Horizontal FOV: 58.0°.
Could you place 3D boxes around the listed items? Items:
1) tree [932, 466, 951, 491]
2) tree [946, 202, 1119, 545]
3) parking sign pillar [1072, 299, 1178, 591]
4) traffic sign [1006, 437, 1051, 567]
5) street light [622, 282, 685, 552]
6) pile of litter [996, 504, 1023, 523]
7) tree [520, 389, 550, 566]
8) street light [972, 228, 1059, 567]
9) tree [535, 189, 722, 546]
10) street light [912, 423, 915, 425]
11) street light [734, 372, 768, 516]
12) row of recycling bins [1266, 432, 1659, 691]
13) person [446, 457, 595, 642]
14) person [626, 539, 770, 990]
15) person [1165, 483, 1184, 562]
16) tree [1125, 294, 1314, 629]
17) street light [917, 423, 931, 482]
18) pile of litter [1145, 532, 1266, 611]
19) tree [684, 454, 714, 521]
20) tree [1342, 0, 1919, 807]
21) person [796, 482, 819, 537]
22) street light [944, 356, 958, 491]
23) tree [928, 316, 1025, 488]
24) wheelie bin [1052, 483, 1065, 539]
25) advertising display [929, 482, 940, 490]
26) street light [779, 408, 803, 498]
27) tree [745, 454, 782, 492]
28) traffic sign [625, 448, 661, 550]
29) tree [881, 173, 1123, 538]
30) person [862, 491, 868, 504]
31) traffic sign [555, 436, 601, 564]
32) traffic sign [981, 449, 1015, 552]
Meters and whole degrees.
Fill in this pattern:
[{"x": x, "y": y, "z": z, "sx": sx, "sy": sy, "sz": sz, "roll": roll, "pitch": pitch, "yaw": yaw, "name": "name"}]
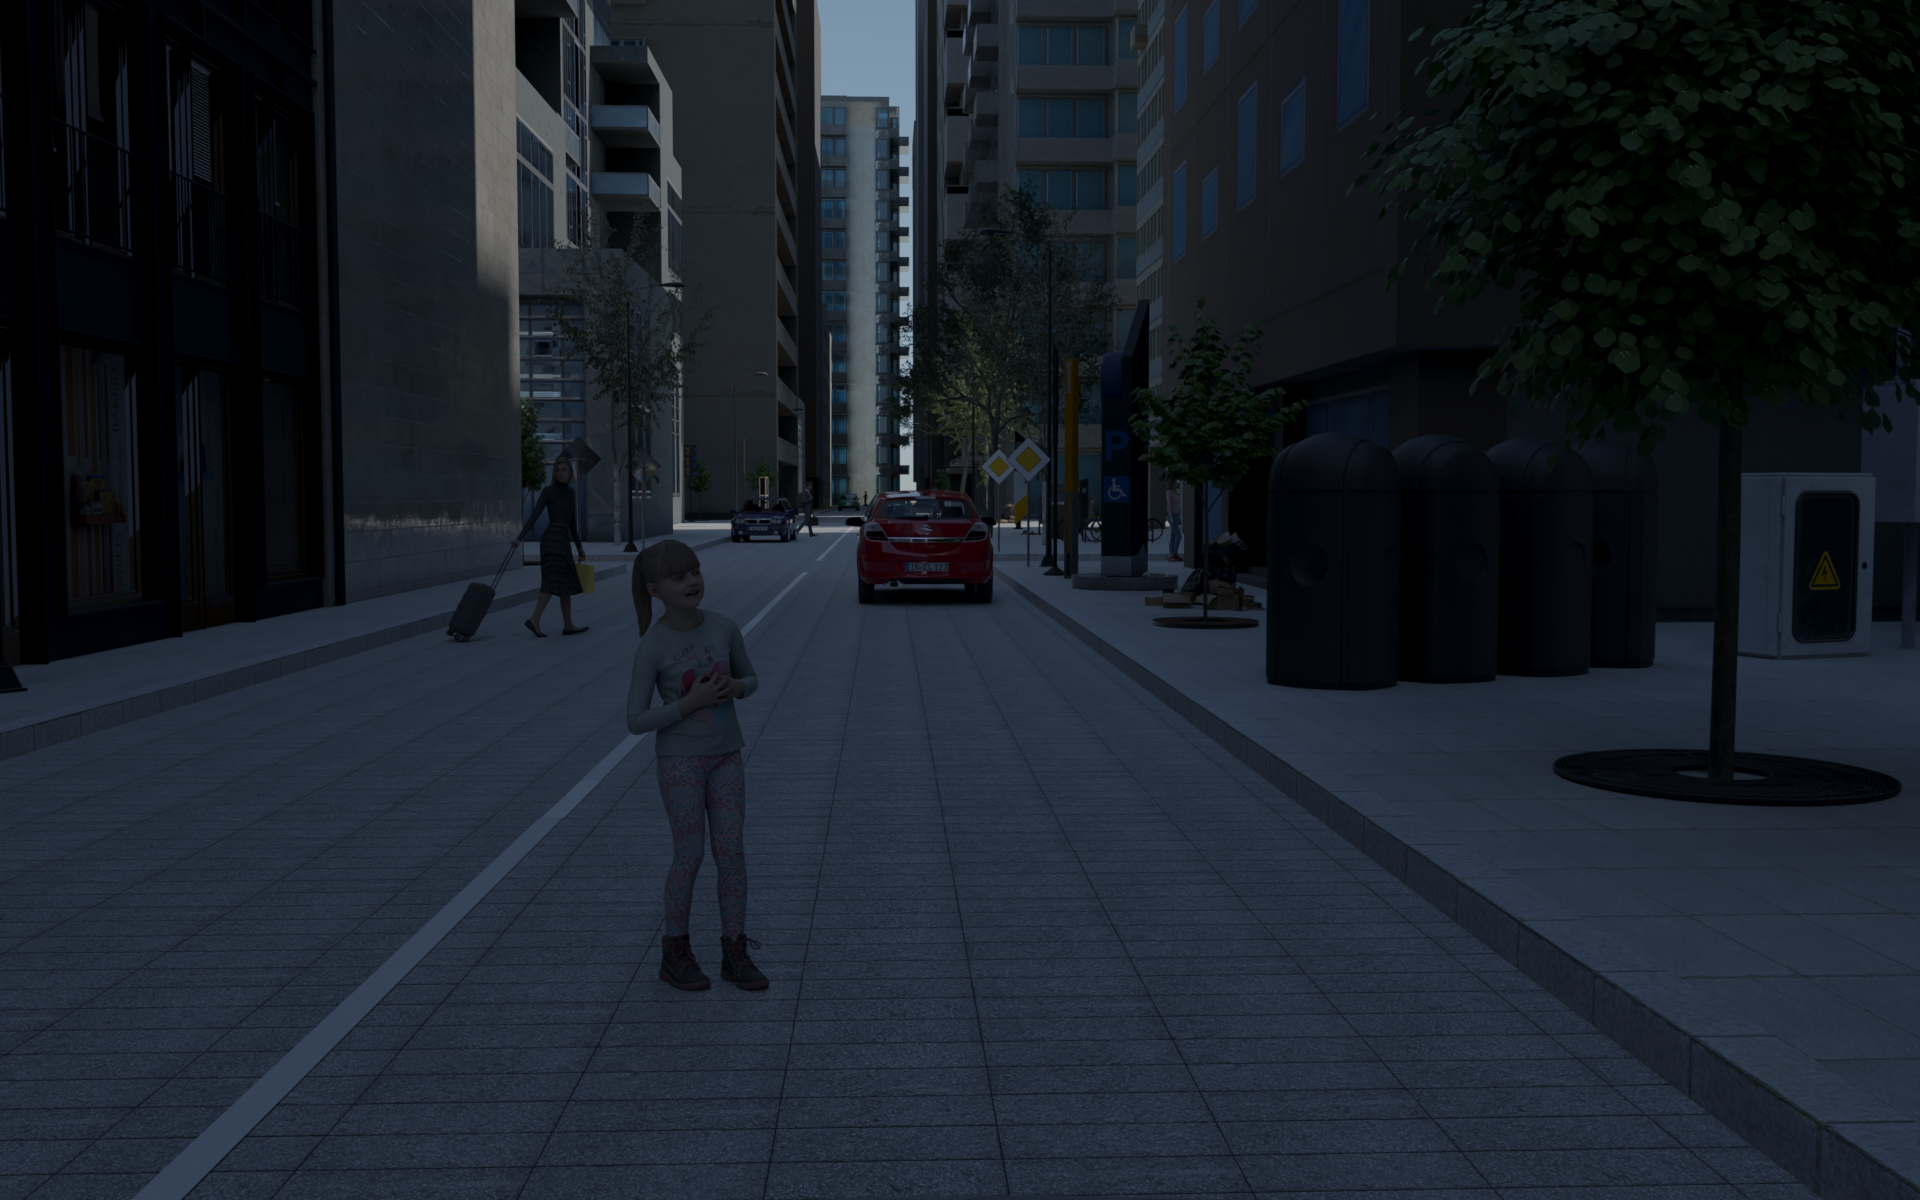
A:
[{"x": -1.034, "y": -7.501, "z": 117.238, "sx": 1.663, "sy": 3.219, "sz": 1.824, "roll": 0, "pitch": 3, "yaw": 0, "name": "tree"}, {"x": 1.887, "y": -5.664, "z": 42.969, "sx": 4.360, "sy": 8.622, "sz": 3.978, "roll": 0, "pitch": 3, "yaw": 0, "name": "tree"}, {"x": 2.246, "y": -2.142, "z": 23.496, "sx": 1.447, "sy": 3.967, "sz": 1.447, "roll": 1, "pitch": 4, "yaw": 16, "name": "parking sign pillar"}, {"x": 1.201, "y": -1.641, "z": 30.469, "sx": 0.795, "sy": 2.450, "sz": 0.064, "roll": 0, "pitch": 4, "yaw": -2, "name": "traffic sign"}, {"x": -6.724, "y": -4.007, "z": 38.048, "sx": 1.470, "sy": 5.913, "sz": 1.316, "roll": 0, "pitch": 4, "yaw": -2, "name": "street light"}, {"x": 2.105, "y": -3.795, "z": 76.011, "sx": 1.719, "sy": 0.858, "sz": 1.176, "roll": 2, "pitch": 4, "yaw": 28, "name": "pile of litter"}, {"x": -7.907, "y": -2.253, "z": 31.434, "sx": 1.663, "sy": 3.219, "sz": 1.824, "roll": 0, "pitch": 3, "yaw": 0, "name": "tree"}, {"x": 1.029, "y": -3.539, "z": 30.412, "sx": 1.470, "sy": 5.913, "sz": 1.316, "roll": 0, "pitch": 4, "yaw": -2, "name": "street light"}, {"x": -8.267, "y": -5.651, "z": 42.756, "sx": 4.360, "sy": 8.622, "sz": 3.978, "roll": 0, "pitch": 3, "yaw": 0, "name": "tree"}, {"x": -2.460, "y": -8.620, "z": 113.483, "sx": 1.470, "sy": 5.913, "sz": 1.316, "roll": 0, "pitch": 4, "yaw": -2, "name": "street light"}, {"x": -8.045, "y": -5.730, "z": 66.229, "sx": 1.470, "sy": 5.913, "sz": 1.316, "roll": 0, "pitch": 4, "yaw": -2, "name": "street light"}, {"x": 3.697, "y": -0.319, "z": 12.336, "sx": 3.534, "sy": 1.692, "sz": 1.069, "roll": -2, "pitch": 4, "yaw": -32, "name": "row of recycling bins"}, {"x": -4.362, "y": -0.524, "z": 17.278, "sx": 1.509, "sy": 1.804, "sz": 0.699, "roll": -2, "pitch": 4, "yaw": -30, "name": "person"}, {"x": -0.739, "y": 0.473, "z": 5.040, "sx": 0.394, "sy": 1.301, "sz": 0.425, "roll": 3, "pitch": 4, "yaw": 37, "name": "person"}, {"x": 4.508, "y": -1.711, "z": 36.482, "sx": 0.388, "sy": 1.821, "sz": 0.555, "roll": 1, "pitch": 4, "yaw": 14, "name": "person"}, {"x": 2.352, "y": -1.368, "z": 16.968, "sx": 1.663, "sy": 3.219, "sz": 1.824, "roll": 0, "pitch": 3, "yaw": 0, "name": "tree"}, {"x": -1.263, "y": -6.906, "z": 85.459, "sx": 1.470, "sy": 5.913, "sz": 1.316, "roll": 0, "pitch": 4, "yaw": -2, "name": "street light"}, {"x": 2.804, "y": -0.345, "z": 19.612, "sx": 1.176, "sy": 0.858, "sz": 1.719, "roll": -1, "pitch": 4, "yaw": -23, "name": "pile of litter"}, {"x": -12.653, "y": -5.420, "z": 83.213, "sx": 1.663, "sy": 3.219, "sz": 1.824, "roll": 0, "pitch": 3, "yaw": 0, "name": "tree"}, {"x": 3.366, "y": -1.469, "z": 7.726, "sx": 4.285, "sy": 4.588, "sz": 4.351, "roll": 0, "pitch": 3, "yaw": 0, "name": "tree"}, {"x": -5.128, "y": -3.014, "z": 57.743, "sx": 0.822, "sy": 1.834, "sz": 0.622, "roll": 0, "pitch": 4, "yaw": -5, "name": "person"}, {"x": -0.104, "y": -5.181, "z": 57.248, "sx": 1.470, "sy": 5.913, "sz": 1.316, "roll": 0, "pitch": 4, "yaw": -2, "name": "street light"}, {"x": 0.900, "y": -7.239, "z": 68.715, "sx": 4.737, "sy": 8.622, "sz": 4.395, "roll": 0, "pitch": 3, "yaw": 0, "name": "tree"}, {"x": 2.874, "y": -2.545, "z": 49.523, "sx": 0.980, "sy": 1.594, "sz": 0.693, "roll": 2, "pitch": 4, "yaw": 24, "name": "wheelie bin"}, {"x": -1.338, "y": -5.227, "z": 90.673, "sx": 0.123, "sy": 1.923, "sz": 0.974, "roll": -2, "pitch": 4, "yaw": -29, "name": "advertising display"}, {"x": -9.216, "y": -7.425, "z": 93.939, "sx": 1.470, "sy": 5.913, "sz": 1.316, "roll": 0, "pitch": 4, "yaw": -2, "name": "street light"}, {"x": -9.508, "y": -5.398, "z": 82.856, "sx": 1.663, "sy": 3.219, "sz": 1.824, "roll": 0, "pitch": 3, "yaw": 0, "name": "tree"}, {"x": -6.977, "y": -2.110, "z": 38.135, "sx": 0.795, "sy": 2.450, "sz": 0.064, "roll": 0, "pitch": 4, "yaw": -2, "name": "traffic sign"}, {"x": 1.134, "y": -7.086, "z": 50.271, "sx": 7.601, "sy": 10.594, "sz": 8.767, "roll": 1, "pitch": 4, "yaw": 18, "name": "tree"}, {"x": -9.764, "y": -10.297, "z": 177.681, "sx": 0.721, "sy": 1.723, "sz": 1.217, "roll": 2, "pitch": 4, "yaw": 25, "name": "person"}, {"x": -6.637, "y": -1.622, "z": 30.157, "sx": 0.795, "sy": 2.450, "sz": 0.064, "roll": 0, "pitch": 4, "yaw": -2, "name": "traffic sign"}, {"x": 0.861, "y": -2.129, "z": 38.446, "sx": 0.795, "sy": 2.450, "sz": 0.064, "roll": 0, "pitch": 4, "yaw": -2, "name": "traffic sign"}]
